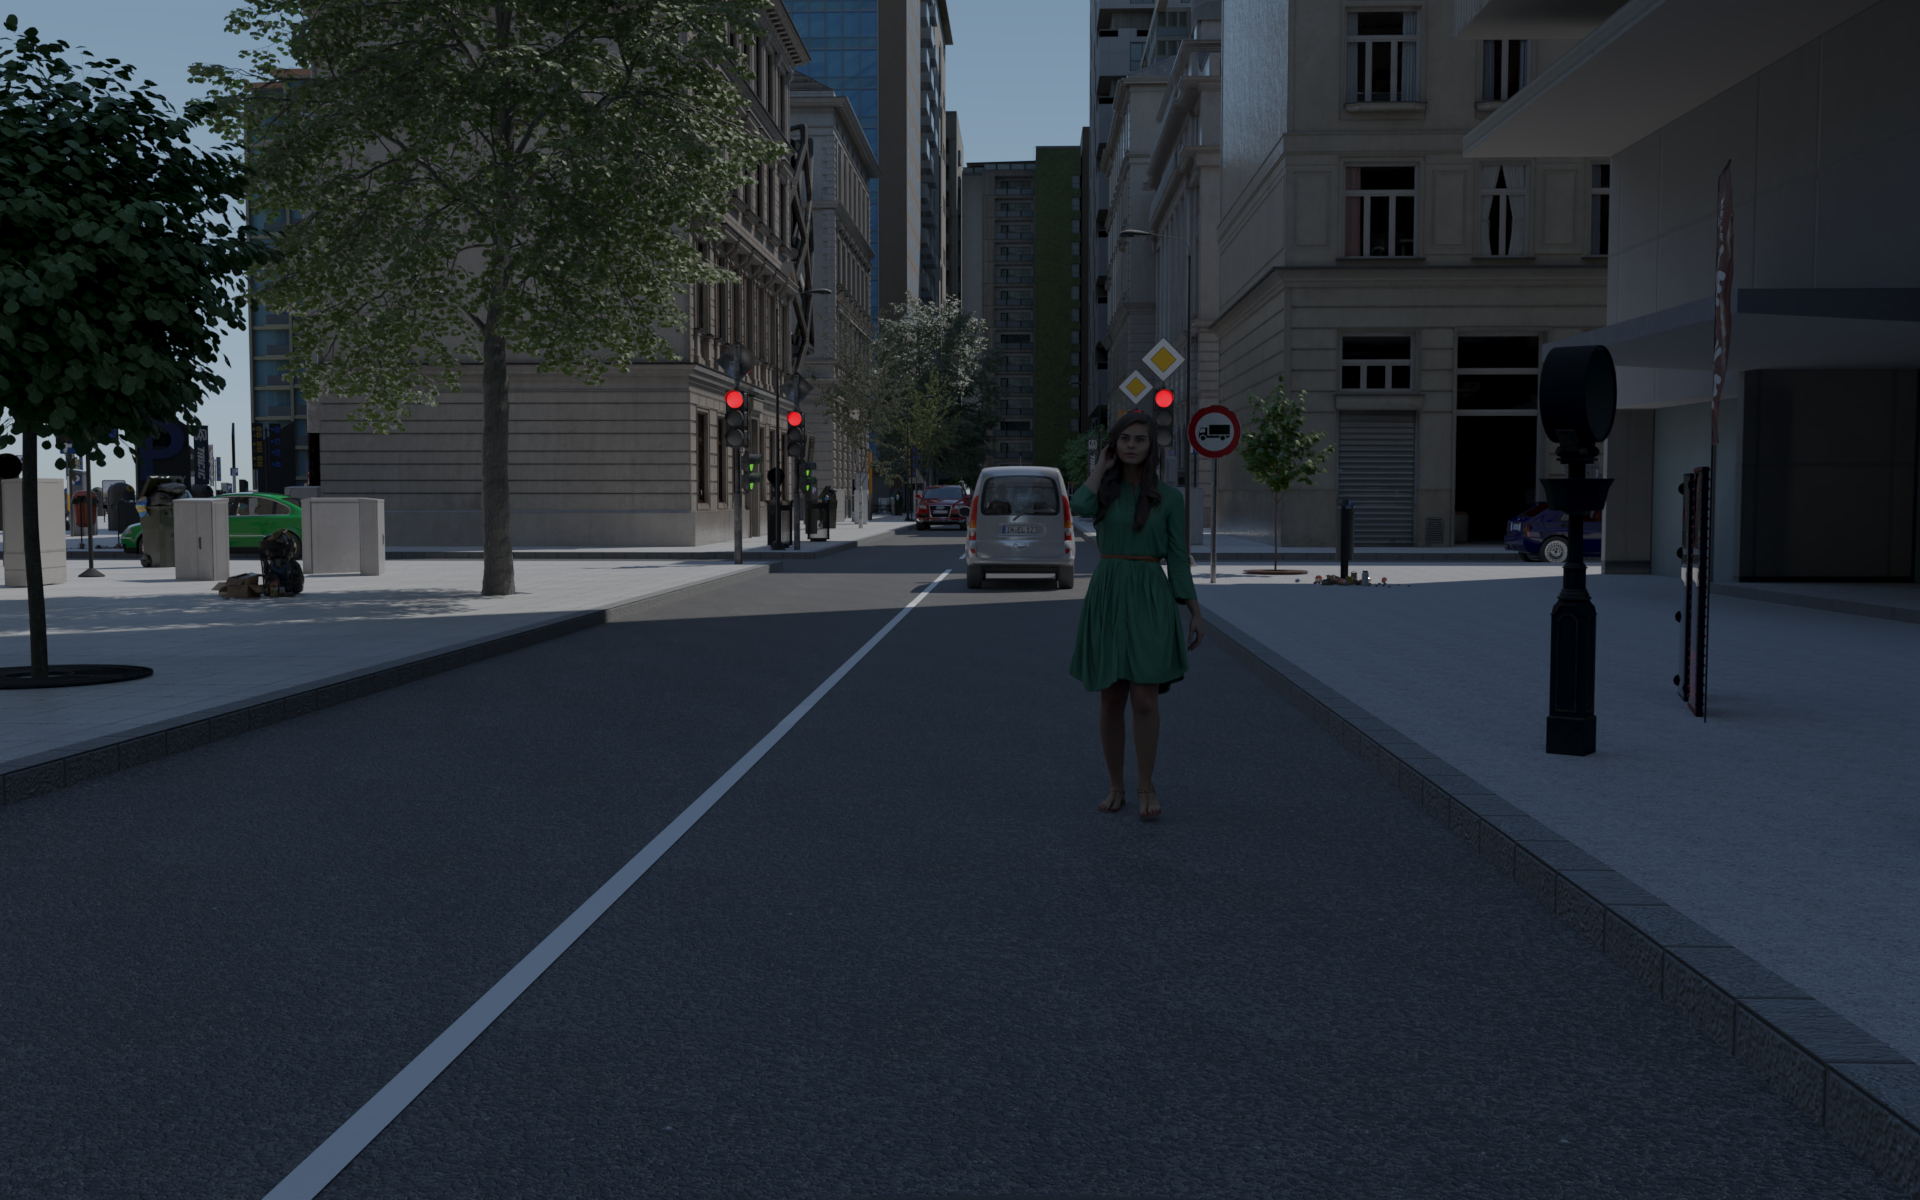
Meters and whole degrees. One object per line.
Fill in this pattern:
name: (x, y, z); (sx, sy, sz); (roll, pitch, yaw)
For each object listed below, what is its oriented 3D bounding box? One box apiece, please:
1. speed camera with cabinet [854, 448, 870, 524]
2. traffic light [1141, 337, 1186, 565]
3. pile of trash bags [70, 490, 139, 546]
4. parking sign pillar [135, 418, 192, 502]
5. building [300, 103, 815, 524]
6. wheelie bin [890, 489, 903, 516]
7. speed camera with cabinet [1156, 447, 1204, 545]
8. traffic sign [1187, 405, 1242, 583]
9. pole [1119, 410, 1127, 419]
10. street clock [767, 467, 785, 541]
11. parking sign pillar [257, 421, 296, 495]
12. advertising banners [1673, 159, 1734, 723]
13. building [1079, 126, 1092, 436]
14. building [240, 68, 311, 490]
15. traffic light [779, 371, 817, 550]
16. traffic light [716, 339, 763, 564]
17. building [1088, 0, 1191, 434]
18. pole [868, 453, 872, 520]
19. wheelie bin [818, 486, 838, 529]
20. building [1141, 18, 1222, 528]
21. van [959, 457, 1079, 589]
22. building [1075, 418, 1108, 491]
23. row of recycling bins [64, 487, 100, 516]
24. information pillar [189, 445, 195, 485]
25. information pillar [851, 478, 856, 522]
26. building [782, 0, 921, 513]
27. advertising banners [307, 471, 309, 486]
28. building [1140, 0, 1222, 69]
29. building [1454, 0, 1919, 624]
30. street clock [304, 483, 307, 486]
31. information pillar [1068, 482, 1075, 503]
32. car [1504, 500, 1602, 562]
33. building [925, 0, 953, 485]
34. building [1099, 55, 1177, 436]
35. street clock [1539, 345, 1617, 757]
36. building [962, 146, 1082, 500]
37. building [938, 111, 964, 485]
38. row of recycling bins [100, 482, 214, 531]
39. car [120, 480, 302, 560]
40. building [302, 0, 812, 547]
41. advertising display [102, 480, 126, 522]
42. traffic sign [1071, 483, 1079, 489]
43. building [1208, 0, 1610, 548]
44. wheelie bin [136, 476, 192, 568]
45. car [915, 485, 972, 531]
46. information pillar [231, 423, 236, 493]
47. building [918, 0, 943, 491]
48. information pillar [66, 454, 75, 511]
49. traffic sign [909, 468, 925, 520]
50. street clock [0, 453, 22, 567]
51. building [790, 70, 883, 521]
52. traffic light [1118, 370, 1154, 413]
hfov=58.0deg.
speed camera with cabinet: (-4.212, -4.887, 74.246); (0.660, 3.252, 2.038); (0, 4, -1)
traffic light: (3.630, -2.586, 31.205); (0.839, 4.253, 0.868); (0, 4, 2)
pile of trash bags: (-20.438, -2.055, 43.348); (3.447, 1.369, 1.912); (0, 4, -5)
parking sign pillar: (-21.021, -3.499, 45.687); (1.447, 3.967, 1.447); (-2, 4, -33)
building: (-14.434, -12.328, 69.007); (16.820, 18.784, 16.811); (0, 4, 2)
wheelie bin: (-3.740, -5.827, 103.175); (0.693, 1.594, 0.980); (-2, 4, -23)
speed camera with cabinet: (5.355, -2.988, 43.185); (0.660, 3.252, 2.038); (3, 4, 36)
traffic sign: (3.642, -1.513, 24.839); (0.768, 2.556, 0.104); (0, 4, 7)
pole: (3.972, -2.962, 42.265); (0.158, 3.312, 0.155); (0, 3, 0)
street clock: (-4.977, -2.588, 46.886); (0.471, 2.002, 0.358); (-1, 4, -14)
parking sign pillar: (-24.897, -4.562, 63.061); (1.447, 3.967, 1.447); (-2, 4, -27)
advertising banners: (4.335, -0.852, 10.118); (0.090, 3.025, 2.074); (1, 4, 18)
building: (21.401, -34.011, 206.190); (14.200, 45.320, 14.600); (0, 4, 2)
building: (-57.186, -32.073, 179.019); (28.867, 44.769, 22.147); (0, 4, 2)
traffic light: (-3.707, -3.092, 39.473); (0.839, 4.253, 0.868); (0, 4, 2)
traffic light: (-4.026, -2.604, 31.494); (0.839, 4.253, 0.868); (0, 4, 2)
building: (25.212, -34.449, 152.480); (28.713, 52.752, 27.495); (0, 4, 2)
pole: (-4.424, -5.581, 85.091); (0.158, 3.312, 0.155); (0, 3, 0)
wheelie bin: (-4.923, -3.468, 64.607); (0.693, 1.594, 0.980); (-1, 4, -20)
building: (15.353, -14.341, 76.271); (13.314, 21.916, 24.055); (0, 4, 2)
van: (0.965, -1.261, 27.630); (2.013, 2.044, 4.112); (0, 4, 2)
building: (21.964, -45.127, 176.074); (20.563, 71.187, 20.611); (0, 4, 2)
row of recycling bins: (-51.142, -5.694, 100.215); (3.534, 1.692, 1.069); (0, 4, 6)
information pillar: (-36.565, -5.587, 82.698); (0.504, 3.616, 0.183); (1, 4, 13)
information pillar: (-4.855, -4.661, 80.694); (0.304, 2.012, 0.304); (2, 4, 24)
building: (-10.110, -28.830, 121.484); (14.600, 45.320, 14.200); (0, 4, 2)
advertising banners: (-41.758, -7.039, 111.280); (2.074, 3.025, 0.090); (0, 4, 4)
building: (26.270, -26.619, 127.105); (32.217, 40.220, 23.993); (0, 4, 2)
building: (20.885, -25.954, 13.590); (28.713, 52.752, 27.495); (0, 4, 2)
street clock: (-41.631, -6.479, 110.503); (0.471, 2.002, 0.358); (3, 5, 39)
information pillar: (6.902, -6.279, 107.160); (0.304, 2.012, 0.304); (3, 4, 36)
car: (13.065, -1.359, 34.795); (3.894, 1.354, 1.945); (0, 4, 3)
building: (-15.021, -35.800, 174.571); (27.495, 52.752, 28.713); (0, 4, 2)
building: (14.805, -18.571, 100.900); (12.463, 27.353, 25.104); (0, 4, 2)
street clock: (3.028, -0.242, 8.524); (0.358, 2.002, 0.471); (3, 4, 38)
building: (7.253, -31.979, 206.456); (14.086, 41.232, 14.154); (0, 4, 2)
building: (-10.443, -35.875, 210.263); (21.600, 48.544, 21.300); (0, 4, 2)
row of recycling bins: (-28.381, -3.328, 61.519); (3.534, 1.692, 1.069); (-3, 5, -43)
car: (-15.232, -1.696, 36.533); (4.718, 1.807, 1.959); (0, 4, 2)
building: (-10.783, -11.388, 50.822); (10.561, 19.102, 19.286); (0, 4, 2)
advertising display: (-38.320, -4.481, 78.479); (0.974, 1.923, 0.123); (-1, 4, -21)
traffic sign: (6.837, -6.131, 100.247); (0.884, 2.594, 0.081); (1, 4, 9)
building: (22.244, -13.114, 47.690); (30.059, 22.955, 16.112); (0, 4, 2)
wheelie bin: (-13.923, -1.377, 30.424); (0.693, 1.594, 0.980); (2, 4, 30)
car: (-0.607, -3.726, 69.599); (2.281, 1.827, 5.304); (0, 4, 4)
information pillar: (-23.738, -3.993, 56.645); (0.183, 3.616, 0.504); (-1, 4, -20)
building: (-13.352, -32.069, 143.943); (23.786, 49.044, 30.456); (0, 4, 2)
information pillar: (-41.740, -5.504, 81.349); (0.183, 3.616, 0.504); (1, 4, 15)
traffic sign: (-2.138, -5.155, 84.287); (0.884, 2.594, 0.081); (0, 4, 6)
street clock: (-16.830, -1.593, 30.617); (0.471, 2.002, 0.358); (-3, 4, -38)
building: (-10.475, -16.133, 92.651); (11.050, 23.489, 19.941); (0, 4, 2)
traffic light: (3.949, -3.074, 39.184); (0.839, 4.253, 0.868); (0, 4, 2)
